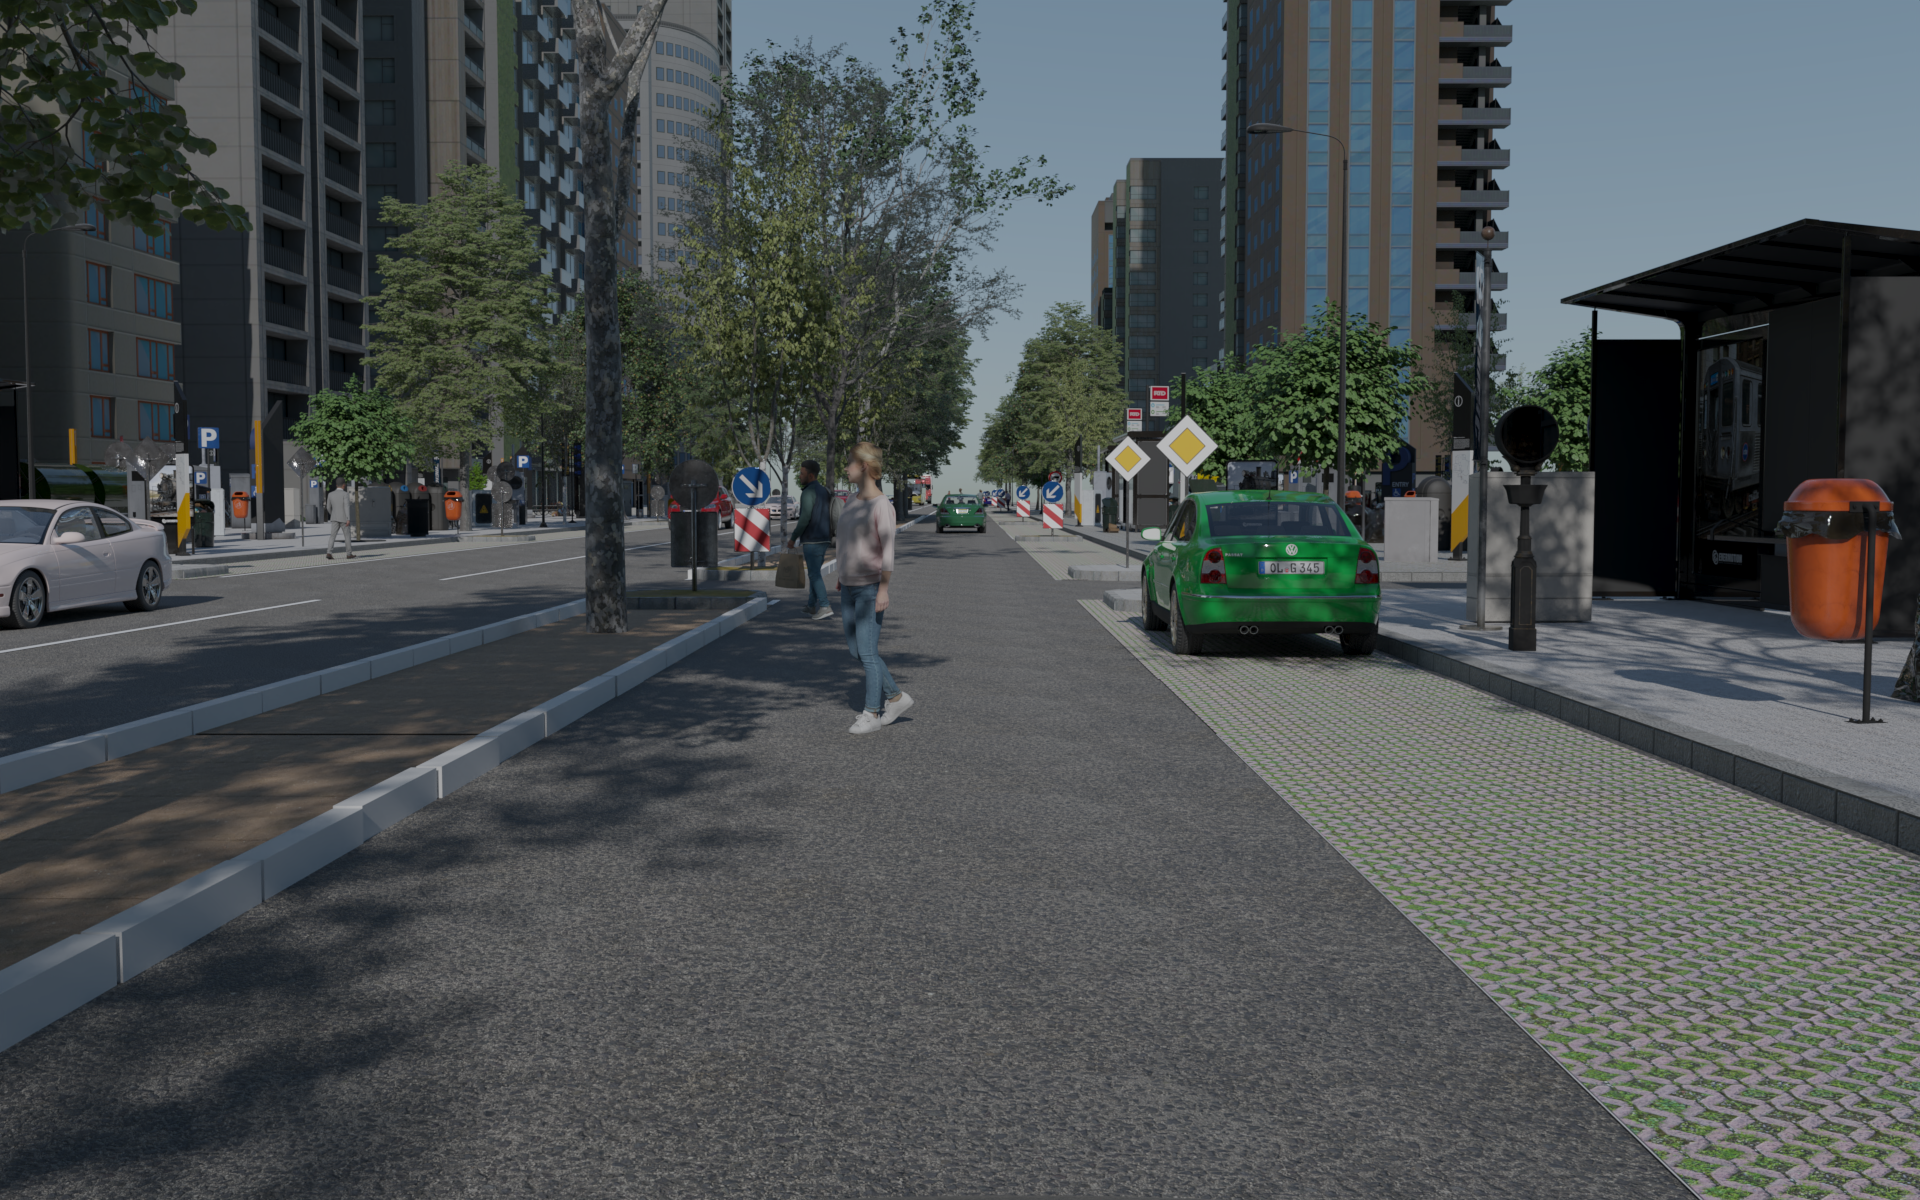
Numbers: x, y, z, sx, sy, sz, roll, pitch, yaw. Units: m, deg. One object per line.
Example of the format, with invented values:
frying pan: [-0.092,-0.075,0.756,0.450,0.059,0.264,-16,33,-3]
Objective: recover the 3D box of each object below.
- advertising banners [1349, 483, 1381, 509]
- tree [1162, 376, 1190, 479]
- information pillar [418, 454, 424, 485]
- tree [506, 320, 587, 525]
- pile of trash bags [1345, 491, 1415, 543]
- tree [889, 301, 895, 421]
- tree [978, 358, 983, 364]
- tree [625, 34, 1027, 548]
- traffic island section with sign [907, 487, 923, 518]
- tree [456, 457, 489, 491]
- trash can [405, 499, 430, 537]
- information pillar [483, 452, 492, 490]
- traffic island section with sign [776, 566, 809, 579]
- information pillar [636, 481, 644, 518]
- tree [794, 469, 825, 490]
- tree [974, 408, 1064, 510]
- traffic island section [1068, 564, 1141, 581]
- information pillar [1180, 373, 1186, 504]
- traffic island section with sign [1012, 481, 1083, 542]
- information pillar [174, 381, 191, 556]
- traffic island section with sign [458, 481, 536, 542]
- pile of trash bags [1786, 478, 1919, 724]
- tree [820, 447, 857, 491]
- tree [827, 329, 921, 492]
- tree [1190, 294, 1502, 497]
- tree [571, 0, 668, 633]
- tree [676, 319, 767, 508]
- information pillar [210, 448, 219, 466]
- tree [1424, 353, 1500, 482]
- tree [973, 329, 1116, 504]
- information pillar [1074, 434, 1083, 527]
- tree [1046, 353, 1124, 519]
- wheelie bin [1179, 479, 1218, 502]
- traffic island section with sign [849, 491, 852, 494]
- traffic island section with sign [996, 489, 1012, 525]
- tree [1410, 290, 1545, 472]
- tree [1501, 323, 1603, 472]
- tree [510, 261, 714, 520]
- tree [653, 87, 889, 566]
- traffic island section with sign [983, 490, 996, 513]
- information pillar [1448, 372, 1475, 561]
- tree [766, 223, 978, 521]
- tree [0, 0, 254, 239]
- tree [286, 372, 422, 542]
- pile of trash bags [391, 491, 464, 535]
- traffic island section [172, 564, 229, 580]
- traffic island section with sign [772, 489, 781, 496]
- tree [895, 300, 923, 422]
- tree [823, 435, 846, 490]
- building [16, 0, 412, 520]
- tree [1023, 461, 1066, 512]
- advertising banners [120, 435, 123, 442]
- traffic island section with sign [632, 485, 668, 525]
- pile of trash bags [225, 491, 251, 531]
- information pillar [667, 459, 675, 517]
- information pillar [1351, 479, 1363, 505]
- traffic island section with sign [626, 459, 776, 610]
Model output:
advertising banners: [17.034,-4.664,72.444,2.074,3.025,0.090,-2,4,-23]
tree: [6.091,-3.412,39.499,4.285,4.588,4.351,0,3,0]
information pillar: [-28.366,-6.105,91.172,0.504,3.616,0.183,3,5,42]
tree: [-16.879,-7.484,72.726,4.360,8.622,3.978,0,3,0]
pile of trash bags: [11.143,-2.270,46.863,1.912,1.369,3.447,-1,4,-10]
tree: [-3.723,-5.103,36.247,4.737,8.622,4.395,0,3,0]
tree: [-3.261,-11.171,91.763,9.857,13.997,8.962,0,3,0]
tree: [-3.444,-8.125,45.671,12.009,13.543,11.850,0,3,0]
traffic island section with sign: [-3.219,-5.913,104.813,2.006,1.907,1.989,0,4,0]
tree: [-24.821,-5.782,89.138,1.663,3.219,1.824,0,3,0]
trash can: [-16.287,-2.469,52.027,0.748,1.137,0.748,0,3,0]
information pillar: [-25.884,-6.334,94.922,0.504,3.616,0.183,-1,4,-20]
traffic island section with sign: [-3.482,-1.317,29.675,2.006,1.907,1.989,0,4,0]
information pillar: [-17.346,-5.465,93.836,0.304,2.012,0.304,-3,4,-36]
tree: [-15.810,-12.164,182.590,4.285,4.588,4.351,0,3,0]
tree: [6.315,-14.345,168.949,8.767,10.594,7.601,-1,4,-20]
traffic island section: [2.918,-0.472,29.991,2.009,0.180,2.903,0,4,0]
information pillar: [4.363,-2.599,33.848,0.183,3.616,0.504,1,4,9]
traffic island section with sign: [2.677,-2.694,52.680,1.989,1.847,2.006,0,4,0]
information pillar: [-16.081,-2.719,35.803,0.183,3.616,0.504,-3,5,-45]
traffic island section with sign: [-13.997,-2.687,52.564,1.989,1.847,2.006,0,4,0]
pile of trash bags: [6.395,-0.031,10.260,3.447,1.369,1.912,-1,4,-14]
tree: [-16.191,-20.543,252.880,9.611,12.733,9.660,0,3,0]
tree: [-3.601,-7.360,73.161,4.360,8.622,3.978,0,3,0]
tree: [6.167,-2.748,28.650,4.285,4.588,4.351,0,3,0]
tree: [-2.438,-9.668,16.420,12.611,20.169,13.585,0,3,0]
tree: [-16.261,-13.204,122.534,9.857,13.997,8.962,0,3,0]
information pillar: [-32.430,-5.130,75.224,0.183,3.616,0.504,3,5,40]
tree: [26.424,-8.653,91.833,4.360,8.622,3.978,0,3,0]
tree: [6.434,-12.267,117.574,9.611,12.733,9.660,0,3,0]
information pillar: [4.654,-4.694,68.094,0.183,3.616,0.504,-2,4,-25]
tree: [6.180,-8.552,90.193,4.737,8.622,4.395,0,3,0]
wheelie bin: [5.058,-1.750,36.514,0.980,1.594,0.693,-2,4,-24]
traffic island section with sign: [-13.426,-12.422,211.723,1.989,1.847,2.006,0,4,0]
traffic island section with sign: [2.782,-4.356,79.847,1.989,1.847,2.006,0,4,0]
tree: [18.178,-6.810,61.699,4.737,8.622,4.395,0,3,0]
tree: [12.143,-3.037,33.376,4.285,4.588,4.351,0,3,0]
tree: [-16.897,-10.297,85.362,9.611,12.733,9.660,0,3,0]
tree: [-3.642,-4.807,31.419,4.737,8.622,4.395,0,3,0]
traffic island section with sign: [2.948,-7.419,129.930,1.989,1.847,2.006,0,4,0]
information pillar: [9.622,-2.558,33.185,0.183,3.616,0.504,-2,4,-28]
tree: [-3.812,-10.480,80.459,9.857,13.997,8.962,0,3,0]
tree: [-3.573,-5.116,4.226,7.486,12.596,7.792,0,3,0]
tree: [-16.346,-3.860,46.827,4.285,4.588,4.351,0,3,0]
pile of trash bags: [-17.407,-2.775,55.129,3.447,1.369,1.912,1,4,10]
traffic island section: [-14.073,-0.476,30.057,2.009,0.180,2.903,0,4,0]
traffic island section with sign: [-13.712,-7.391,129.470,1.989,1.847,2.006,0,4,0]
tree: [-3.103,-6.219,54.505,4.737,8.622,4.395,0,3,0]
tree: [-15.391,-17.477,220.168,8.767,10.594,7.601,2,4,28]
building: [-40.379,-39.787,88.764,20.563,71.187,20.611,0,4,0]
tree: [6.262,-8.800,127.590,4.285,4.588,4.351,0,3,0]
advertising banners: [-25.554,-3.451,52.613,0.090,3.025,2.074,-2,4,-33]
traffic island section with sign: [-13.909,-4.336,79.519,1.989,1.847,2.006,0,4,0]
pile of trash bags: [-28.236,-3.468,66.453,3.447,1.369,1.912,-1,4,-9]
information pillar: [-16.061,-6.417,96.265,0.504,3.616,0.183,2,4,35]
information pillar: [13.313,-3.276,58.058,0.304,2.012,0.304,-1,4,-13]
traffic island section with sign: [-3.519,-0.864,22.267,2.006,1.907,1.989,0,4,0]
